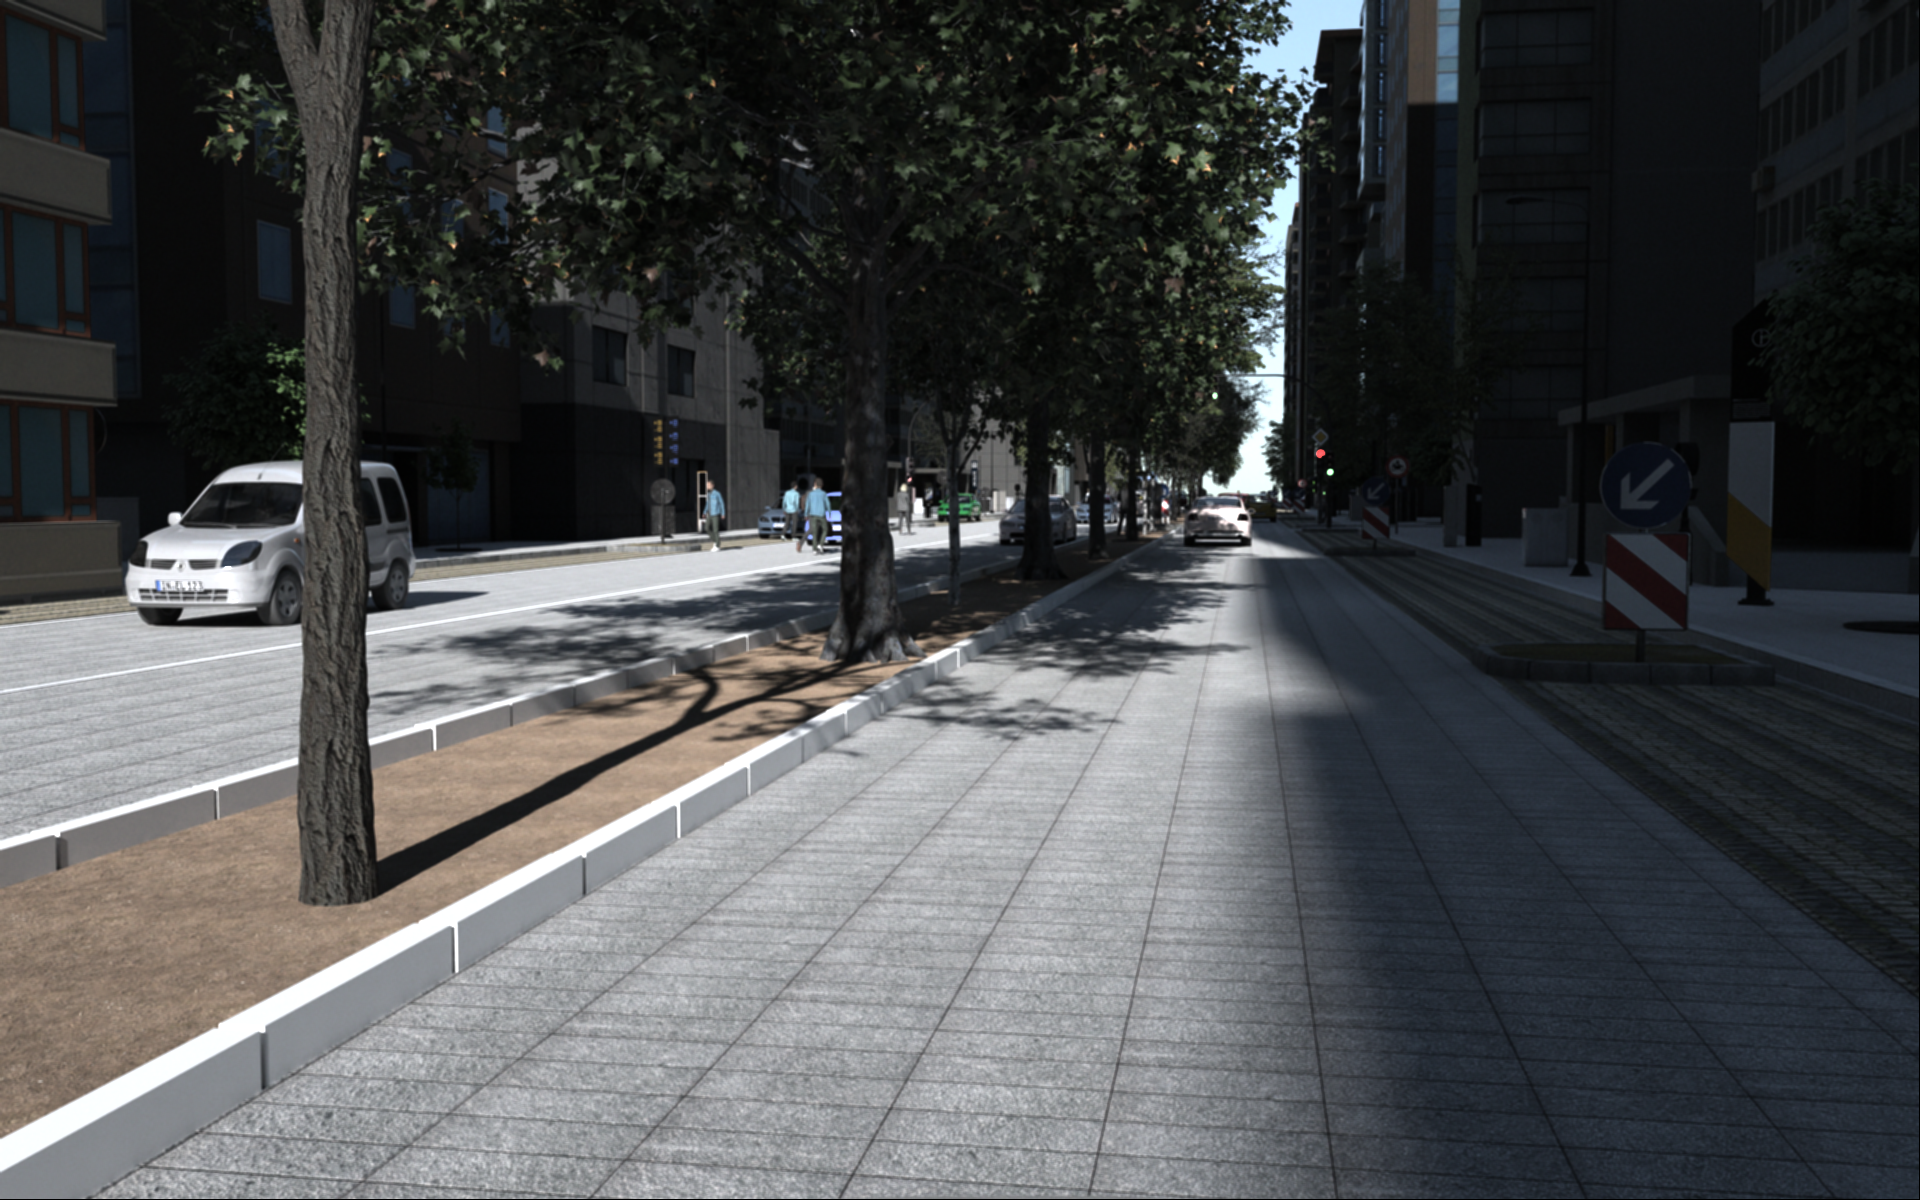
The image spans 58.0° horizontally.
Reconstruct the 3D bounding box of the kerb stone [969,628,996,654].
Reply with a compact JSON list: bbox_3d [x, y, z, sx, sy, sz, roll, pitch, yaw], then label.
[{"bbox_3d":[0.175,0.391,15.809,0.120,0.150,1.000,1,4,9],"label":"kerb stone"}]

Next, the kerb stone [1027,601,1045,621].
[{"bbox_3d":[0.833,0.145,19.854,0.120,0.150,1.000,1,4,9],"label":"kerb stone"}]

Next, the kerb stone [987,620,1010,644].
[{"bbox_3d":[0.338,0.332,16.818,0.120,0.150,1.000,1,4,9],"label":"kerb stone"}]

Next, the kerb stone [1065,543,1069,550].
[{"bbox_3d":[2.567,-1.300,43.465,0.120,0.150,1.000,1,4,9],"label":"kerb stone"}]

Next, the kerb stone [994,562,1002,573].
[{"bbox_3d":[0.591,-0.557,31.332,0.120,0.150,1.000,1,4,9],"label":"kerb stone"}]

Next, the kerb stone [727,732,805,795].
[{"bbox_3d":[-0.979,0.824,8.730,0.120,0.150,1.000,1,4,9],"label":"kerb stone"}]

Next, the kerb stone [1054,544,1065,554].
[{"bbox_3d":[2.400,-1.238,42.452,0.120,0.150,1.000,1,4,9],"label":"kerb stone"}]

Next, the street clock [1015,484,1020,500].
[{"bbox_3d":[4.198,-7.468,126.678,0.358,2.002,0.471,2,4,30],"label":"street clock"}]

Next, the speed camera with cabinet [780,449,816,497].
[{"bbox_3d":[-7.408,-5.057,77.018,2.038,3.252,0.660,2,4,28],"label":"speed camera with cabinet"}]

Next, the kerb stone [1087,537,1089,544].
[{"bbox_3d":[3.563,-1.673,49.553,0.120,0.150,1.000,1,4,9],"label":"kerb stone"}]

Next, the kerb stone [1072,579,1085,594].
[{"bbox_3d":[1.658,-0.167,24.929,0.120,0.150,1.000,1,4,9],"label":"kerb stone"}]

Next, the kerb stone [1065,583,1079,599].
[{"bbox_3d":[1.497,-0.104,23.909,0.120,0.150,1.000,1,4,9],"label":"kerb stone"}]

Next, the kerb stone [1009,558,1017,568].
[{"bbox_3d":[0.918,-0.678,33.354,0.120,0.150,1.000,1,4,9],"label":"kerb stone"}]

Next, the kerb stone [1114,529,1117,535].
[{"bbox_3d":[5.221,-2.292,59.675,0.120,0.150,1.000,1,4,9],"label":"kerb stone"}]

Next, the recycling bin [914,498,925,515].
[{"bbox_3d":[-2.488,-5.883,108.737,0.722,1.027,0.722,1,4,9],"label":"recycling bin"}]

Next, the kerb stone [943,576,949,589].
[{"bbox_3d":[-0.251,-0.250,26.282,0.120,0.150,1.000,1,4,9],"label":"kerb stone"}]

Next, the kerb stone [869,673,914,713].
[{"bbox_3d":[-0.484,0.638,11.761,0.120,0.150,1.000,1,4,9],"label":"kerb stone"}]

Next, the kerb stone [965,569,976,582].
[{"bbox_3d":[0.082,-0.373,28.299,0.120,0.150,1.000,1,4,9],"label":"kerb stone"}]

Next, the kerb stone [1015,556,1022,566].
[{"bbox_3d":[1.079,-0.741,34.367,0.120,0.150,1.000,1,4,9],"label":"kerb stone"}]

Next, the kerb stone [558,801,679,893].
[{"bbox_3d":[-1.319,0.953,6.711,0.120,0.150,1.000,1,4,9],"label":"kerb stone"}]

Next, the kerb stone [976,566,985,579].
[{"bbox_3d":[0.249,-0.435,29.307,0.120,0.150,1.000,1,4,9],"label":"kerb stone"}]

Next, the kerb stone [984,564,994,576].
[{"bbox_3d":[0.413,-0.497,30.324,0.120,0.150,1.000,1,4,9],"label":"kerb stone"}]

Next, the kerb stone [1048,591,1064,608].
[{"bbox_3d":[1.166,0.019,21.891,0.120,0.150,1.000,1,4,9],"label":"kerb stone"}]

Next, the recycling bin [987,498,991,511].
[{"bbox_3d":[2.205,-6.822,124.094,0.722,1.027,0.722,2,4,30],"label":"recycling bin"}]

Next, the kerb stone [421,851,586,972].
[{"bbox_3d":[-1.484,1.010,5.689,0.120,0.150,1.000,1,4,9],"label":"kerb stone"}]

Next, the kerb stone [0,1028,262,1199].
[{"bbox_3d":[-1.816,1.136,3.670,0.120,0.150,1.000,1,4,9],"label":"kerb stone"}]

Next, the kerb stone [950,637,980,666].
[{"bbox_3d":[0.011,0.453,14.800,0.120,0.150,1.000,1,4,9],"label":"kerb stone"}]

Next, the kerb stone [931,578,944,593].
[{"bbox_3d":[-0.414,-0.188,25.272,0.120,0.150,1.000,1,4,9],"label":"kerb stone"}]

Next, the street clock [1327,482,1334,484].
[{"bbox_3d":[21.535,-5.878,100.668,0.471,2.002,0.358,-3,5,-41],"label":"street clock"}]

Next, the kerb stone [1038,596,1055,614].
[{"bbox_3d":[1.000,0.083,20.877,0.120,0.150,1.000,1,4,9],"label":"kerb stone"}]

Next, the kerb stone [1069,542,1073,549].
[{"bbox_3d":[2.736,-1.363,44.479,0.120,0.150,1.000,1,4,9],"label":"kerb stone"}]

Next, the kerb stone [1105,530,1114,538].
[{"bbox_3d":[5.049,-2.228,58.664,0.120,0.150,1.000,1,4,9],"label":"kerb stone"}]

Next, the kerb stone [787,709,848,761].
[{"bbox_3d":[-0.819,0.766,9.740,0.120,0.150,1.000,1,4,9],"label":"kerb stone"}]

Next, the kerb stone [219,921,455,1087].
[{"bbox_3d":[-1.654,1.071,4.680,0.120,0.150,1.000,1,4,9],"label":"kerb stone"}]

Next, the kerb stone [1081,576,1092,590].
[{"bbox_3d":[1.831,-0.229,25.939,0.120,0.150,1.000,1,4,9],"label":"kerb stone"}]

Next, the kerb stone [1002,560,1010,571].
[{"bbox_3d":[0.752,-0.619,32.341,0.120,0.150,1.000,1,4,9],"label":"kerb stone"}]

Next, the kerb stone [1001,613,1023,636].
[{"bbox_3d":[0.501,0.267,17.836,0.120,0.150,1.000,1,4,9],"label":"kerb stone"}]

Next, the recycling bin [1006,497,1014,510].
[{"bbox_3d":[3.930,-7.858,141.026,0.722,1.027,0.722,3,5,44],"label":"recycling bin"}]

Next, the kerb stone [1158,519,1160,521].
[{"bbox_3d":[10.766,-4.365,93.590,0.120,0.150,1.000,1,4,9],"label":"kerb stone"}]

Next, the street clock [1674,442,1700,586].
[{"bbox_3d":[10.150,-1.203,24.247,0.358,2.002,0.471,0,4,8],"label":"street clock"}]

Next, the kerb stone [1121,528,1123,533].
[{"bbox_3d":[5.715,-2.478,62.706,0.120,0.150,1.000,1,4,9],"label":"kerb stone"}]

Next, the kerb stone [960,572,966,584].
[{"bbox_3d":[-0.082,-0.312,27.290,0.120,0.150,1.000,1,4,9],"label":"kerb stone"}]

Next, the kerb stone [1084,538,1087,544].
[{"bbox_3d":[3.396,-1.607,48.538,0.120,0.150,1.000,1,4,9],"label":"kerb stone"}]

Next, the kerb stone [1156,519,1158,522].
[{"bbox_3d":[9.780,-3.995,87.519,0.120,0.150,1.000,1,4,9],"label":"kerb stone"}]

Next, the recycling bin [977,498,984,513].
[{"bbox_3d":[1.146,-6.476,118.434,0.722,1.027,0.722,-3,5,-44],"label":"recycling bin"}]

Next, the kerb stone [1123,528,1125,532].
[{"bbox_3d":[5.882,-2.540,63.720,0.120,0.150,1.000,1,4,9],"label":"kerb stone"}]

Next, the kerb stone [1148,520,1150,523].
[{"bbox_3d":[8.622,-3.560,80.452,0.120,0.150,1.000,1,4,9],"label":"kerb stone"}]

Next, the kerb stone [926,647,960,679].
[{"bbox_3d":[-0.160,0.514,13.787,0.120,0.150,1.000,1,4,9],"label":"kerb stone"}]

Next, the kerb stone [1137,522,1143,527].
[{"bbox_3d":[8.124,-3.377,77.427,0.120,0.150,1.000,1,4,9],"label":"kerb stone"}]

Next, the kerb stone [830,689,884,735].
[{"bbox_3d":[-0.652,0.700,10.748,0.120,0.150,1.000,1,4,9],"label":"kerb stone"}]

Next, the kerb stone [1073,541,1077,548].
[{"bbox_3d":[2.903,-1.425,45.487,0.120,0.150,1.000,1,4,9],"label":"kerb stone"}]

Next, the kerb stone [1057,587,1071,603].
[{"bbox_3d":[1.329,-0.042,22.901,0.120,0.150,1.000,1,4,9],"label":"kerb stone"}]

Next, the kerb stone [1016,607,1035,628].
[{"bbox_3d":[0.670,0.209,18.845,0.120,0.150,1.000,1,4,9],"label":"kerb stone"}]

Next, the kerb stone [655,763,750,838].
[{"bbox_3d":[-1.147,0.889,7.719,0.120,0.150,1.000,1,4,9],"label":"kerb stone"}]

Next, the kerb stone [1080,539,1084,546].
[{"bbox_3d":[3.228,-1.549,47.529,0.120,0.150,1.000,1,4,9],"label":"kerb stone"}]

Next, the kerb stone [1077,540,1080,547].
[{"bbox_3d":[3.055,-1.487,46.514,0.120,0.150,1.000,1,4,9],"label":"kerb stone"}]

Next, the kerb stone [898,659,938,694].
[{"bbox_3d":[-0.329,0.576,12.777,0.120,0.150,1.000,1,4,9],"label":"kerb stone"}]
